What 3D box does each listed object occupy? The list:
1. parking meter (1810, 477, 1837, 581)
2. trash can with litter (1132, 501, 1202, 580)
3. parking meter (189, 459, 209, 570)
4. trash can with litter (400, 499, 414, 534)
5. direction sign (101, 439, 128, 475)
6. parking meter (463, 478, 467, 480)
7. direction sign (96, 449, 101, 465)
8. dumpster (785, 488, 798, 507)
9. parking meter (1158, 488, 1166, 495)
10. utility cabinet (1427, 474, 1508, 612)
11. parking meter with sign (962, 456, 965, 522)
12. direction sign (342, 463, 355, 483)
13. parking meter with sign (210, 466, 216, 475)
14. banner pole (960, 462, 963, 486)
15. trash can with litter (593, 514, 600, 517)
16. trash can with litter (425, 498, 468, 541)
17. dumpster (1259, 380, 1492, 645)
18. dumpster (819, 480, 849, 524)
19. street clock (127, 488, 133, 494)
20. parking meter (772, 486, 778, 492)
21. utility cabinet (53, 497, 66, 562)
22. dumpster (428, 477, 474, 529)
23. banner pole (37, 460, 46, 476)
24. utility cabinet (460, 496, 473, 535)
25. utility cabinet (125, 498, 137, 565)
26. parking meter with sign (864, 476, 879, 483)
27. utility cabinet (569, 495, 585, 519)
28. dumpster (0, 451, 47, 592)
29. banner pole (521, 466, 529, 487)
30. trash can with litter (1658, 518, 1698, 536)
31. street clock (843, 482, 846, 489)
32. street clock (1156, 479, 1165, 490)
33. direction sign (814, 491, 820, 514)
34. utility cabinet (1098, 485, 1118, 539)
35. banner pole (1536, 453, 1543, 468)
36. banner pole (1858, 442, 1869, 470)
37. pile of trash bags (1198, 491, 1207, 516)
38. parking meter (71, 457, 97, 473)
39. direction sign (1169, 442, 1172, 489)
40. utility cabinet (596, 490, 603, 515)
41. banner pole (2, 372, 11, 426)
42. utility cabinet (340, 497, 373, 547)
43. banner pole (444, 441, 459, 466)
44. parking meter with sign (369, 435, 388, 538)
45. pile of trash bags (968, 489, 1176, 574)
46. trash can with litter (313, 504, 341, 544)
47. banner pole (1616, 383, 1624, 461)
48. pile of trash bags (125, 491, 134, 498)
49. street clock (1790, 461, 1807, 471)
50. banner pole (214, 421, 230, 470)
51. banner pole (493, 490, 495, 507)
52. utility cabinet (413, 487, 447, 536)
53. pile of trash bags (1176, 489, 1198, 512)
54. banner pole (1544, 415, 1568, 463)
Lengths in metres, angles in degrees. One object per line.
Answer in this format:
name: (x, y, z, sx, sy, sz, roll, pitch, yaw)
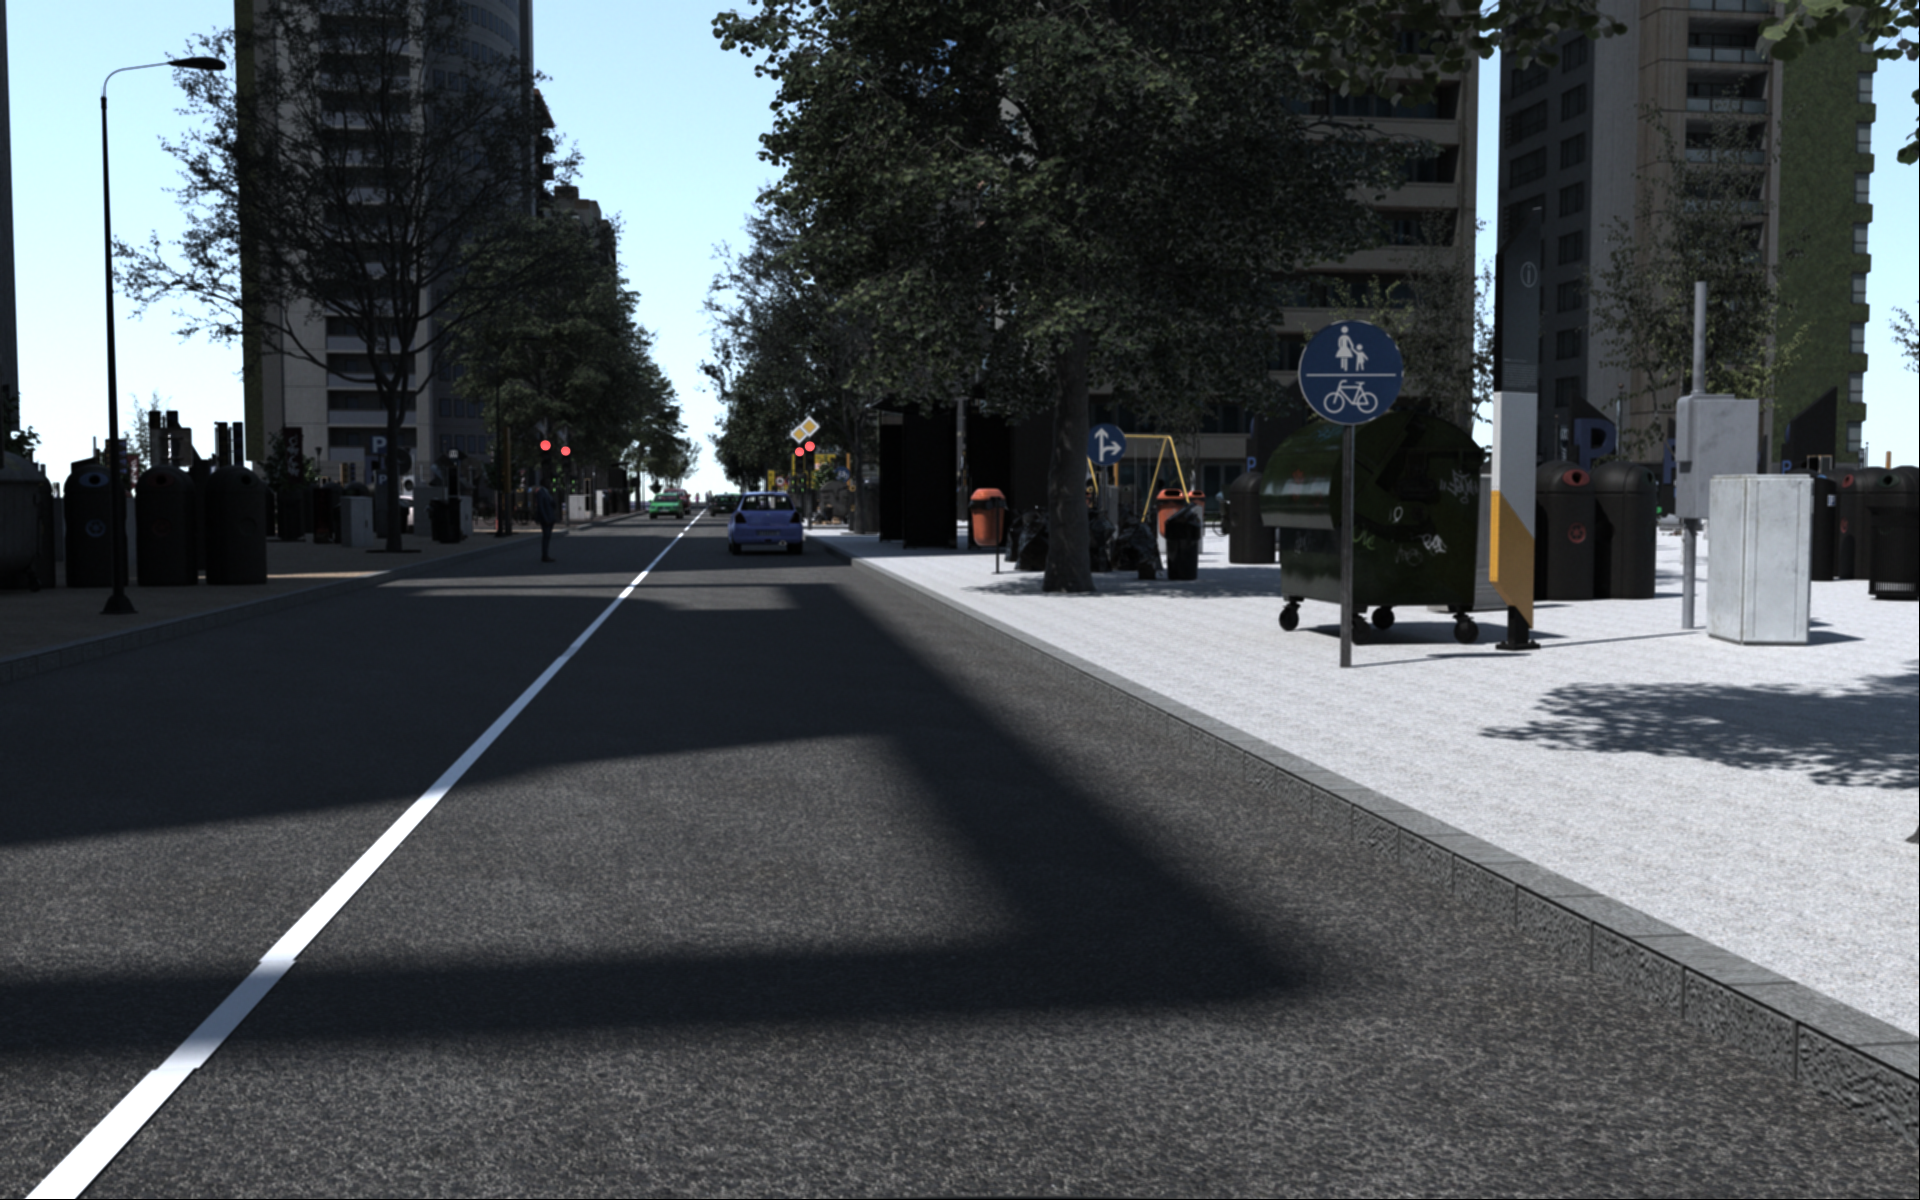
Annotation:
parking meter: (12.711, -1.049, 25.566, 0.372, 1.533, 0.369, 0, 3, 0)
trash can with litter: (3.096, -0.891, 25.959, 1.055, 1.170, 0.624, 0, 4, 6)
parking meter: (-12.858, -1.443, 29.303, 0.255, 1.863, 0.399, -3, 4, -36)
trash can with litter: (-17.812, -2.716, 55.797, 1.055, 1.170, 0.624, 1, 4, 20)
direction sign: (-34.604, -4.838, 71.101, 0.876, 3.537, 0.379, 0, 4, -1)
parking meter: (-17.490, -3.384, 61.032, 0.255, 1.863, 0.399, -1, 4, -12)
direction sign: (-42.718, -5.769, 86.325, 0.379, 3.537, 0.876, 3, 5, 42)
dumpster: (-9.626, -5.897, 102.180, 1.264, 1.857, 1.865, 0, 4, -8)
parking meter: (8.823, -4.132, 75.972, 0.372, 1.533, 0.369, 0, 3, 0)
utility cabinet: (5.644, -0.628, 18.953, 1.173, 1.500, 0.318, -2, 4, -34)
parking meter with sign: (-0.668, -5.045, 78.754, 1.738, 3.016, 0.543, 0, 4, -6)
direction sign: (-44.647, -8.233, 126.599, 0.876, 3.537, 0.379, -2, 4, -28)
parking meter with sign: (-46.820, -6.920, 109.404, 0.543, 3.016, 1.738, -1, 4, -10)
banner pole: (0.407, -7.964, 120.235, 0.863, 3.779, 0.401, -1, 4, -12)
trash can with litter: (-21.210, -5.377, 98.974, 1.678, 1.210, 2.233, -2, 4, -28)
trash can with litter: (-14.118, -2.216, 47.621, 0.624, 1.170, 1.055, 3, 4, 38)
dumpster: (3.689, -0.794, 15.469, 1.502, 2.255, 1.985, 0, 4, -8)
dumpster: (-5.370, -4.205, 74.508, 1.264, 1.857, 1.865, 0, 4, -8)
street clock: (-54.307, -6.646, 113.225, 0.471, 2.002, 0.358, -3, 4, -36)
parking meter: (-12.830, -6.983, 119.890, 0.399, 1.863, 0.255, -1, 4, -13)
utility cabinet: (-17.404, -1.347, 33.188, 1.020, 1.237, 0.306, 2, 4, 27)
dumpster: (-16.450, -3.068, 55.926, 1.264, 1.857, 1.865, 0, 4, -8)
banner pole: (-66.967, -8.334, 126.277, 0.401, 3.779, 0.863, 1, 4, 22)
utility cabinet: (-15.575, -2.614, 53.897, 0.306, 1.237, 1.020, 1, 4, 18)
utility cabinet: (-15.362, -1.229, 31.248, 1.020, 1.237, 0.306, -3, 5, -42)
parking meter with sign: (-3.676, -4.692, 72.982, 1.738, 3.016, 0.543, -3, 5, -39)
utility cabinet: (-19.567, -4.736, 88.602, 1.020, 1.237, 0.306, 1, 4, 13)
dumpster: (-12.510, -0.984, 21.844, 1.264, 1.857, 1.865, 0, 4, -8)
banner pole: (-32.599, -8.549, 129.793, 0.863, 3.779, 0.401, -2, 4, -34)
trash can with litter: (22.377, -2.624, 53.960, 1.678, 1.210, 2.233, 2, 4, 31)
street clock: (-5.746, -4.957, 85.618, 0.358, 2.002, 0.471, 0, 4, -8)
street clock: (9.369, -4.704, 81.486, 0.471, 2.002, 0.358, -1, 4, -13)
direction sign: (-10.570, -8.147, 125.195, 0.876, 3.537, 0.379, 3, 5, 41)
utility cabinet: (3.677, -2.093, 42.892, 0.318, 1.500, 1.173, 1, 4, 16)
banner pole: (31.291, -6.312, 93.219, 0.863, 3.779, 0.401, -1, 4, -23)
banner pole: (43.286, -5.689, 83.030, 0.863, 3.779, 0.401, -2, 4, -28)
pile of trash bags: (5.471, -2.465, 50.056, 3.447, 1.369, 1.912, -1, 4, -14)
parking meter: (-13.662, -1.303, 27.008, 0.399, 1.863, 0.255, -2, 4, -26)
direction sign: (9.097, -5.065, 74.803, 0.379, 3.537, 0.876, 0, 4, 0)
utility cabinet: (-21.205, -5.758, 102.826, 0.318, 1.500, 1.173, -2, 4, -34)
banner pole: (-19.294, -2.753, 35.023, 0.401, 3.779, 0.863, -3, 5, -44)
utility cabinet: (-14.688, -1.899, 42.209, 0.306, 1.237, 1.020, 1, 4, 11)
banner pole: (-24.011, -5.606, 81.675, 0.863, 3.779, 0.401, 0, 4, 4)
parking meter with sign: (-16.984, -3.339, 50.862, 0.543, 3.016, 1.738, -1, 4, -21)
pile of trash bags: (1.624, -1.168, 28.850, 3.447, 1.369, 1.912, -2, 4, -35)
trash can with litter: (-16.163, -2.037, 44.699, 1.055, 1.170, 0.624, 0, 4, -5)
banner pole: (14.797, -2.993, 38.945, 0.401, 3.779, 0.863, 2, 4, 28)
pile of trash bags: (-49.481, -5.872, 105.759, 3.447, 1.369, 1.912, 3, 5, 44)
street clock: (18.386, -2.038, 37.886, 0.471, 2.002, 0.358, -2, 4, -29)
banner pole: (-25.345, -4.248, 59.477, 0.863, 3.779, 0.401, 2, 4, 25)
banner pole: (-36.852, -8.985, 136.914, 0.401, 3.779, 0.863, -1, 4, -17)
utility cabinet: (-16.020, -2.681, 52.515, 1.173, 1.500, 0.318, 2, 4, 26)
pile of trash bags: (2.570, -1.397, 32.601, 3.447, 1.369, 1.912, 0, 4, 0)
banner pole: (19.063, -3.973, 54.979, 0.863, 3.779, 0.401, -2, 4, -31)
